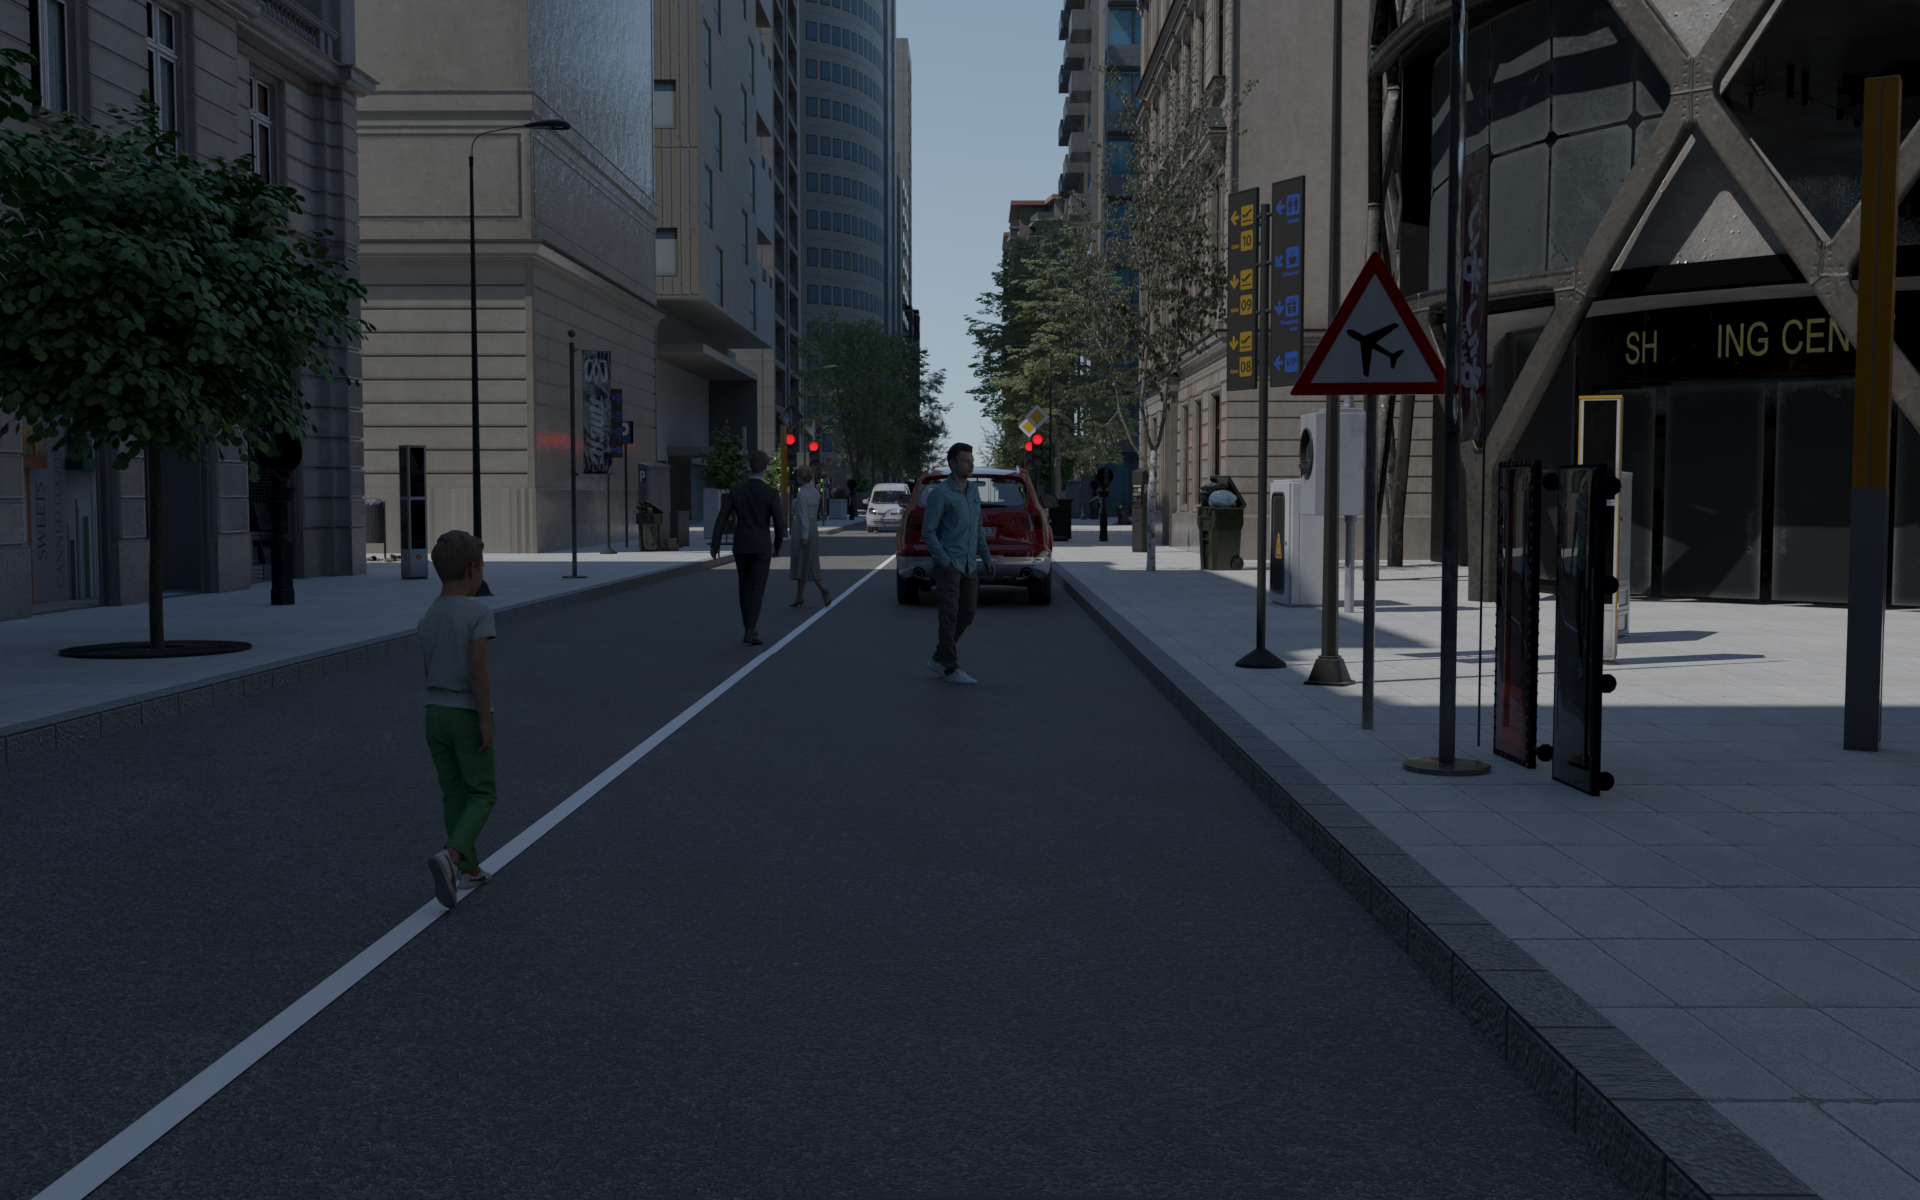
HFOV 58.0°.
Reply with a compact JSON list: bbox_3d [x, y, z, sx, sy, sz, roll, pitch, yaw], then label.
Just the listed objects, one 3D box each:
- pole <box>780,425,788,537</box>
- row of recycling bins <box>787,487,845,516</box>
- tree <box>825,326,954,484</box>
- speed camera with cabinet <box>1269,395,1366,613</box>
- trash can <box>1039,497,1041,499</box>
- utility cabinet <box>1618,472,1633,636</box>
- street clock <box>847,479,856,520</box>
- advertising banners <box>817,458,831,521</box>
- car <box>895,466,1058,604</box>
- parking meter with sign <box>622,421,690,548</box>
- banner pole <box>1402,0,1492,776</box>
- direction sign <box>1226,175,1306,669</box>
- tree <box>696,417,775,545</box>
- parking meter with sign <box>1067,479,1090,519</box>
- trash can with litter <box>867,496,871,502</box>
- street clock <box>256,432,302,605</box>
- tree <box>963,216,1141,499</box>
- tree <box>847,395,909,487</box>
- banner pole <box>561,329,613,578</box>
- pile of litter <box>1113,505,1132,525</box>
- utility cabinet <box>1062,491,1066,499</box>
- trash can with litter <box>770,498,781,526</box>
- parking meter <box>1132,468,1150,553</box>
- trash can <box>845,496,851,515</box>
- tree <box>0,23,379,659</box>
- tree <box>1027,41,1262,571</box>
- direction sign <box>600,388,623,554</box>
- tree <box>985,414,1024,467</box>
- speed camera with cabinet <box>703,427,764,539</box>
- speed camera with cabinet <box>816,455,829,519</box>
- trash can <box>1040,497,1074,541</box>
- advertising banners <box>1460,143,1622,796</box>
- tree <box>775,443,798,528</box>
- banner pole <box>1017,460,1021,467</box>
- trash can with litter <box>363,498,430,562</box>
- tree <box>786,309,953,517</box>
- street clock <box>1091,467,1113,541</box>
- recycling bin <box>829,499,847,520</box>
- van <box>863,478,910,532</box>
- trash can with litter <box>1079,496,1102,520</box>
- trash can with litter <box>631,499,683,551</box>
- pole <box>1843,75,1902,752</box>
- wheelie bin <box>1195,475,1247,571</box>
[{"bbox_3d":[-5.197,-3.505,51.152,0.158,3.312,0.155,0,3,0],"label":"pole"},{"bbox_3d":[-8.419,-5.720,100.641,3.534,1.692,1.069,-1,4,-10],"label":"row of recycling bins"},{"bbox_3d":[-5.592,-13.695,130.566,9.857,13.997,8.962,0,3,0],"label":"tree"},{"bbox_3d":[3.985,-1.536,19.445,0.660,3.252,2.038,0,4,-3],"label":"speed camera with cabinet"},{"bbox_3d":[4.355,-5.350,99.121,0.748,1.137,0.748,0,3,0],"label":"trash can"},{"bbox_3d":[5.632,-0.401,15.238,0.318,1.500,1.173,2,4,33],"label":"utility cabinet"},{"bbox_3d":[-5.312,-4.918,84.985,0.358,2.002,0.471,3,4,37],"label":"street clock"},{"bbox_3d":[-6.568,-5.327,83.289,0.090,3.025,2.074,1,4,16],"label":"advertising banners"},{"bbox_3d":[0.234,-0.943,24.084,2.281,1.827,5.304,0,4,2],"label":"car"},{"bbox_3d":[-7.382,-2.794,41.941,1.738,3.016,0.543,-3,5,-44],"label":"parking meter with sign"},{"bbox_3d":[2.208,-1.083,7.722,0.401,3.779,0.863,1,4,14],"label":"banner pole"},{"bbox_3d":[2.237,-1.271,12.781,0.379,3.537,0.876,-2,4,-28],"label":"direction sign"},{"bbox_3d":[-5.808,-3.017,43.934,1.663,3.219,1.824,0,3,0],"label":"tree"},{"bbox_3d":[5.958,-5.751,90.292,1.738,3.016,0.543,1,4,18],"label":"parking meter with sign"},{"bbox_3d":[-6.797,-7.712,137.471,1.055,1.170,0.624,-1,4,-18],"label":"trash can with litter"},{"bbox_3d":[-7.845,-0.944,20.006,0.358,2.002,0.471,2,4,28],"label":"street clock"},{"bbox_3d":[3.617,-9.383,71.533,7.486,12.596,7.792,0,3,0],"label":"tree"},{"bbox_3d":[-5.785,-10.518,122.334,4.737,8.622,4.395,0,3,0],"label":"tree"},{"bbox_3d":[-5.701,-2.233,26.519,0.863,3.779,0.401,-2,4,-32],"label":"banner pole"},{"bbox_3d":[6.978,-3.560,72.172,1.176,0.858,1.719,0,4,3],"label":"pile of litter"},{"bbox_3d":[8.409,-7.615,133.186,1.173,1.500,0.318,0,4,-3],"label":"utility cabinet"},{"bbox_3d":[-7.462,-3.515,68.525,1.678,1.210,2.233,1,4,16],"label":"trash can with litter"},{"bbox_3d":[3.970,-1.979,38.061,0.255,1.863,0.399,2,4,34],"label":"parking meter"},{"bbox_3d":[-7.018,-5.737,105.453,0.748,1.137,0.748,0,3,0],"label":"trash can"},{"bbox_3d":[-6.499,-1.850,13.960,4.285,4.588,4.351,0,3,0],"label":"tree"},{"bbox_3d":[3.180,-4.806,28.940,4.360,8.622,3.978,0,3,0],"label":"tree"},{"bbox_3d":[-7.532,-2.754,37.031,0.379,3.537,0.876,2,4,34],"label":"direction sign"},{"bbox_3d":[4.177,-10.950,129.393,4.360,8.622,3.978,0,3,0],"label":"tree"},{"bbox_3d":[-6.551,-3.416,50.193,0.660,3.252,2.038,2,4,34],"label":"speed camera with cabinet"},{"bbox_3d":[-7.465,-5.783,88.895,0.660,3.252,2.038,-2,4,-34],"label":"speed camera with cabinet"},{"bbox_3d":[2.730,-2.166,47.070,0.748,1.137,0.748,0,3,0],"label":"trash can"},{"bbox_3d":[2.661,-0.735,8.199,0.090,3.025,2.074,0,4,-2],"label":"advertising banners"},{"bbox_3d":[-6.891,-4.343,65.605,1.663,3.219,1.824,0,3,0],"label":"tree"},{"bbox_3d":[3.008,-6.029,88.594,0.401,3.779,0.863,-1,4,-17],"label":"banner pole"},{"bbox_3d":[-10.864,-1.339,32.955,2.233,1.210,1.678,0,4,8],"label":"trash can with litter"},{"bbox_3d":[-5.910,-10.473,96.985,9.928,11.665,9.643,0,3,0],"label":"tree"},{"bbox_3d":[3.891,-2.588,46.892,0.471,2.002,0.358,-1,4,-16],"label":"street clock"},{"bbox_3d":[-6.162,-4.588,87.561,0.722,1.027,0.722,1,4,18],"label":"recycling bin"},{"bbox_3d":[-2.652,-3.606,65.972,2.013,2.044,4.112,0,4,0],"label":"van"},{"bbox_3d":[6.530,-4.613,86.804,1.055,1.170,0.624,-1,4,-12],"label":"trash can with litter"},{"bbox_3d":[-6.814,-1.687,38.975,1.055,1.170,0.624,-3,5,-43],"label":"trash can with litter"},{"bbox_3d":[4.537,-0.903,8.609,0.158,3.312,0.155,0,3,0],"label":"pole"},{"bbox_3d":[4.392,-1.302,29.203,0.693,1.594,0.980,-1,4,-22],"label":"wheelie bin"}]
